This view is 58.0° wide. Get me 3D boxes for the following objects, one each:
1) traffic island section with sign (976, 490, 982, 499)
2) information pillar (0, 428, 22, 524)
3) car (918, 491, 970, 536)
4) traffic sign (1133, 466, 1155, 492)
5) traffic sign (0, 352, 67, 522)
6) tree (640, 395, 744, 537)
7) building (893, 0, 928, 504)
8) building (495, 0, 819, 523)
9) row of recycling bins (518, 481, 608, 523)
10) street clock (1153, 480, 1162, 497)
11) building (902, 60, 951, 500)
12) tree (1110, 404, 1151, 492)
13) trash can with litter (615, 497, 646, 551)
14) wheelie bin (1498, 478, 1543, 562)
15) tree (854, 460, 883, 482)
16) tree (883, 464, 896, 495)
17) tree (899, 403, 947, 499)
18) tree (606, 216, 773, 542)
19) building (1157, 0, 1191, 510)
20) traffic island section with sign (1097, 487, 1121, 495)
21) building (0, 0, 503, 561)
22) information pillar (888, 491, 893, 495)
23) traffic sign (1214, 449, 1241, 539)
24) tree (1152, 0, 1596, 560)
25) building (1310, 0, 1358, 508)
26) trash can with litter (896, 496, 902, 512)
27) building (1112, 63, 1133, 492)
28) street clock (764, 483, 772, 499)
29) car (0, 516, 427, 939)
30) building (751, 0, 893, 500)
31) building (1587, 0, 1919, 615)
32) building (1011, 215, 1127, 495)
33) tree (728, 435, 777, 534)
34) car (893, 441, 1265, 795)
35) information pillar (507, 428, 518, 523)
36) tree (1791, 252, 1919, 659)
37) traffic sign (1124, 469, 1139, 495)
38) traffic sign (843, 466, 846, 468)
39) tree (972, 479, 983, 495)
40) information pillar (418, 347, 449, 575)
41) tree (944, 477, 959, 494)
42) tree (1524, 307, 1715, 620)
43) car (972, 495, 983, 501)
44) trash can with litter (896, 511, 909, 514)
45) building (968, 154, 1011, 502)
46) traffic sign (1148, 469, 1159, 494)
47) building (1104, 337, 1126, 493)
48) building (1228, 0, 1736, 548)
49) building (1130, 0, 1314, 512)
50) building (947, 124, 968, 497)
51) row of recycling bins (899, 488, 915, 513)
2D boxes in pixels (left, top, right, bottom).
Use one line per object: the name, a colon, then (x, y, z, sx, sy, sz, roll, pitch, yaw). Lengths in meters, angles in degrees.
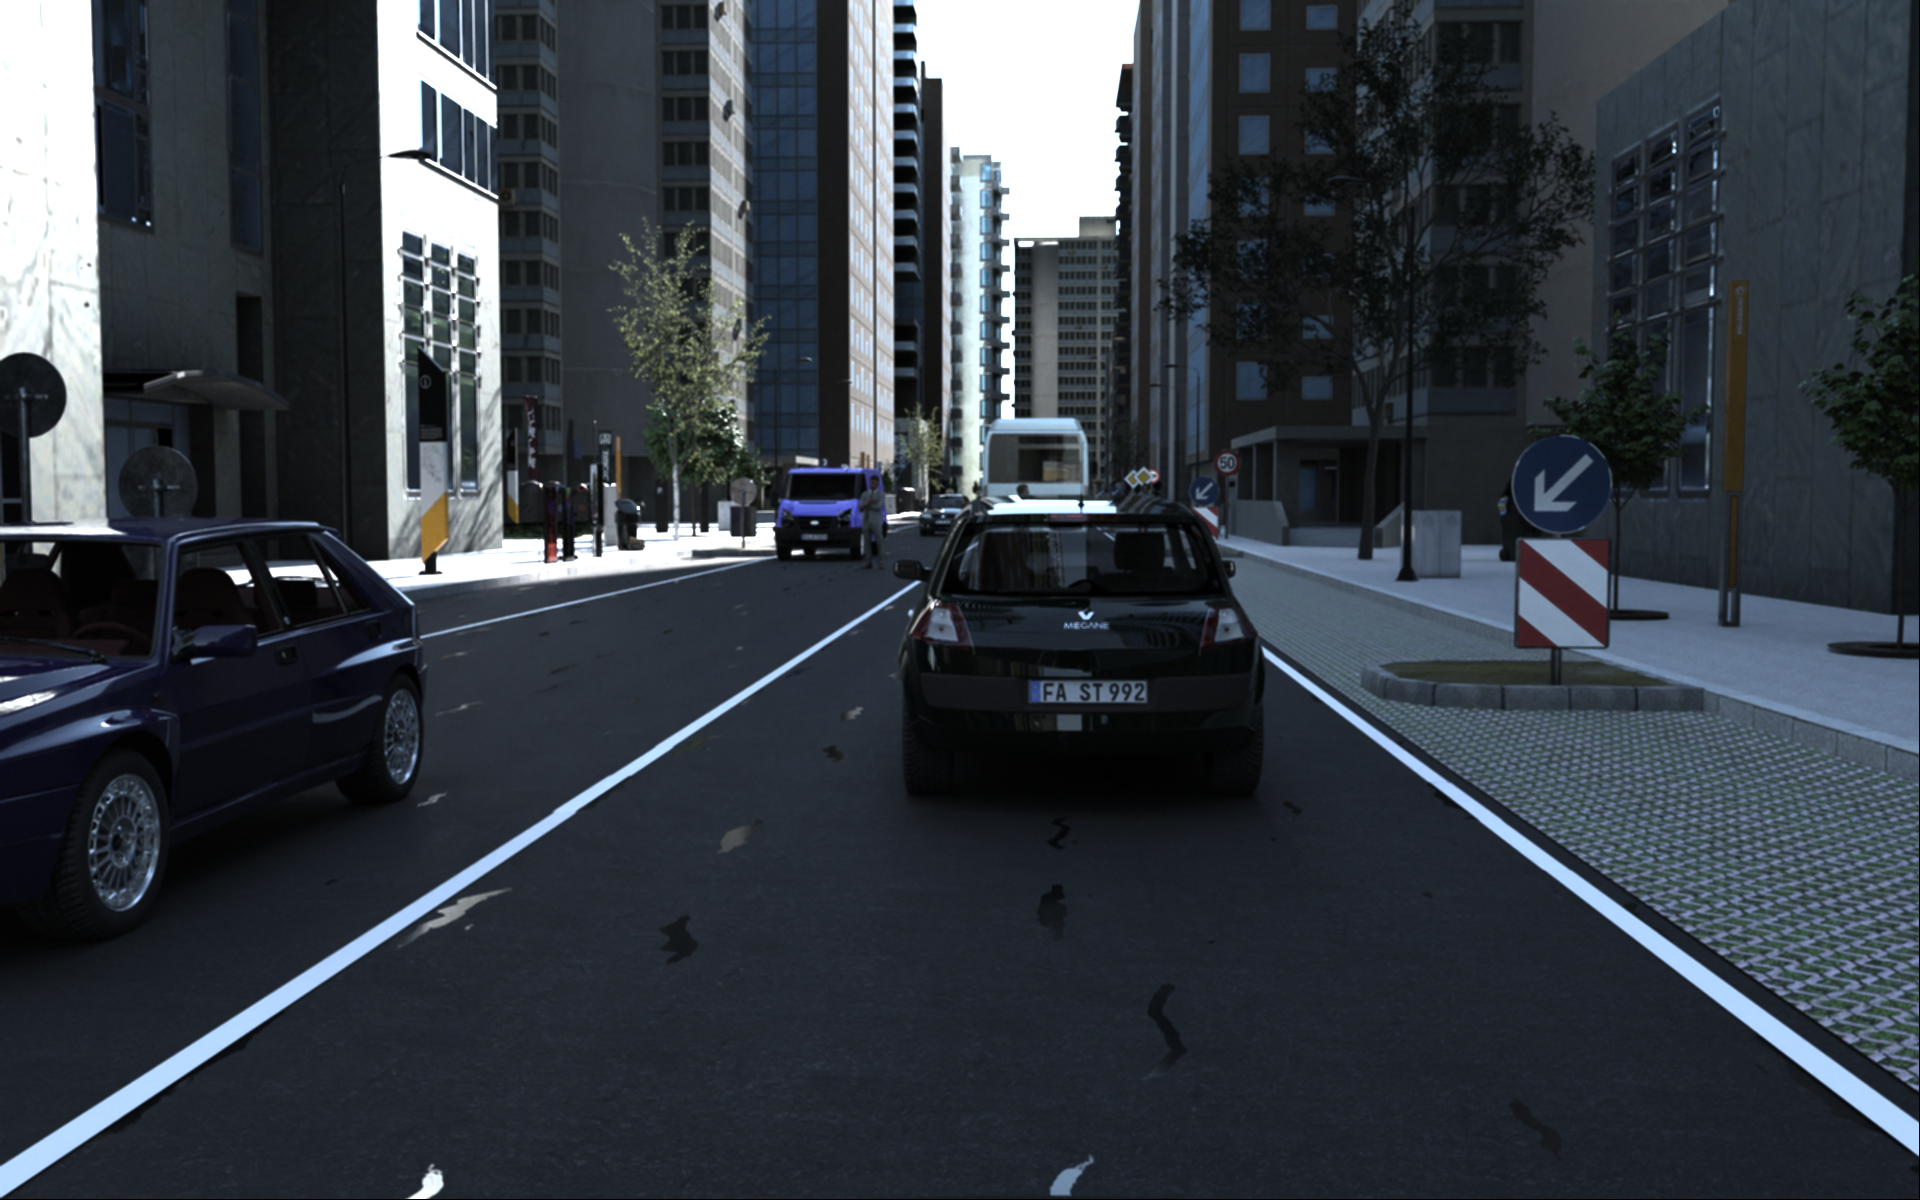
traffic island section with sign: (1.976, -10.016, 172.389, 1.989, 1.847, 2.006, 0, 4, 3)
information pillar: (-9.007, -0.723, 16.312, 0.304, 2.012, 0.304, 2, 4, 23)
car: (-0.420, -3.114, 60.700, 2.009, 1.686, 4.222, 0, 4, 4)
traffic sign: (6.591, -3.579, 62.160, 0.795, 2.450, 0.064, 0, 4, 3)
traffic sign: (-8.415, -0.948, 15.605, 0.768, 2.556, 0.104, 0, 4, 5)
tree: (-7.977, -4.182, 52.092, 4.285, 4.588, 4.351, 0, 3, 0)
building: (-13.747, -51.833, 160.135, 22.319, 86.520, 31.000, 0, 4, 3)
building: (-23.178, -23.939, 83.282, 32.217, 40.220, 23.993, 0, 4, 3)
row of recycling bins: (-13.045, -3.059, 57.136, 1.069, 1.692, 3.534, 3, 4, 39)
street clock: (10.458, -5.335, 91.802, 0.358, 2.002, 0.471, -2, 4, -32)
building: (-8.306, -32.635, 183.693, 14.600, 45.320, 14.200, 0, 4, 3)
tree: (13.993, -11.586, 139.786, 4.360, 8.622, 3.978, 0, 3, 0)
trash can with litter: (-7.450, -1.718, 39.482, 0.624, 1.170, 1.055, -2, 4, -34)
wheelie bin: (10.753, -1.534, 32.993, 0.980, 1.594, 0.693, -1, 4, -19)
tree: (-5.788, -6.385, 98.990, 1.663, 3.219, 1.824, 0, 3, 0)
tree: (-4.731, -7.075, 110.282, 1.663, 3.219, 1.824, 0, 3, 0)
tree: (-2.795, -11.428, 137.215, 4.360, 8.622, 3.978, 0, 3, 0)
tree: (-7.450, -5.876, 46.431, 4.360, 8.622, 3.978, 0, 3, 0)
building: (21.986, -34.063, 98.921, 21.231, 58.520, 28.212, 0, 4, 3)
traffic island section with sign: (8.385, -5.292, 95.159, 1.989, 1.847, 2.006, 0, 4, 3)
building: (-20.614, -43.431, 22.762, 22.319, 86.520, 31.000, 0, 4, 3)
information pillar: (-5.094, -7.458, 126.433, 0.304, 2.012, 0.304, 3, 5, 39)
traffic sign: (7.618, -3.018, 49.447, 0.768, 2.556, 0.104, 0, 4, 5)
tree: (7.886, -6.048, 33.290, 8.767, 10.594, 7.601, 0, 4, 6)
building: (21.534, -29.262, 128.542, 14.600, 45.320, 14.200, 0, 4, 3)
trash can with litter: (-4.433, -6.557, 118.592, 0.624, 1.170, 1.055, 1, 4, 17)
building: (26.744, -31.820, 174.881, 22.147, 44.769, 28.867, 0, 4, 3)
street clock: (-10.702, -5.614, 96.354, 0.471, 2.002, 0.358, -1, 4, -21)
car: (-3.506, 0.352, 6.831, 1.945, 1.354, 3.894, 0, 4, 2)
building: (-12.600, -29.503, 132.488, 14.600, 45.320, 14.200, 0, 4, 3)
building: (20.739, -42.658, 10.129, 22.319, 86.520, 31.000, 0, 4, 3)
building: (19.278, -33.786, 244.289, 23.993, 40.220, 32.217, 0, 4, 3)
tree: (-7.002, -3.759, 56.056, 1.663, 3.219, 1.824, 0, 3, 0)
car: (0.602, 0.008, 9.660, 2.009, 1.686, 4.222, 0, 4, 1)
information pillar: (-15.848, -4.283, 61.382, 0.504, 3.616, 0.183, 3, 4, 37)
tree: (7.681, -1.173, 13.778, 1.663, 3.219, 1.824, 0, 3, 0)
traffic sign: (7.018, -4.067, 70.134, 0.795, 2.450, 0.064, 0, 4, 3)
traffic sign: (-4.186, -3.615, 62.755, 0.795, 2.450, 0.064, 0, 4, 3)
tree: (2.000, -13.623, 217.329, 1.663, 3.219, 1.824, 0, 3, 0)
information pillar: (-8.375, -2.212, 27.518, 0.504, 3.616, 0.183, 1, 4, 22)
tree: (-0.657, -11.044, 175.176, 1.663, 3.219, 1.824, 0, 3, 0)
tree: (6.868, -1.438, 18.119, 1.663, 3.219, 1.824, 0, 3, 0)
car: (1.905, -6.792, 123.044, 2.014, 1.417, 4.499, 0, 4, 4)
trash can with litter: (-4.068, -6.319, 114.368, 2.233, 1.210, 1.678, -1, 4, -15)
building: (-8.107, -38.051, 241.740, 30.456, 49.044, 23.786, 0, 4, 3)
traffic sign: (9.619, -5.309, 86.908, 0.768, 2.556, 0.104, 0, 4, 7)
building: (31.324, -21.993, 204.623, 27.650, 21.520, 28.899, 0, 4, 3)
building: (24.364, -21.742, 47.370, 32.217, 40.220, 23.993, 0, 4, 3)
building: (22.384, -30.752, 152.900, 14.600, 45.320, 14.200, 0, 4, 3)
building: (-15.163, -36.103, 209.888, 30.456, 49.044, 23.786, 0, 4, 3)
row of recycling bins: (-3.824, -7.027, 122.007, 1.069, 1.692, 3.534, 0, 4, 7)
